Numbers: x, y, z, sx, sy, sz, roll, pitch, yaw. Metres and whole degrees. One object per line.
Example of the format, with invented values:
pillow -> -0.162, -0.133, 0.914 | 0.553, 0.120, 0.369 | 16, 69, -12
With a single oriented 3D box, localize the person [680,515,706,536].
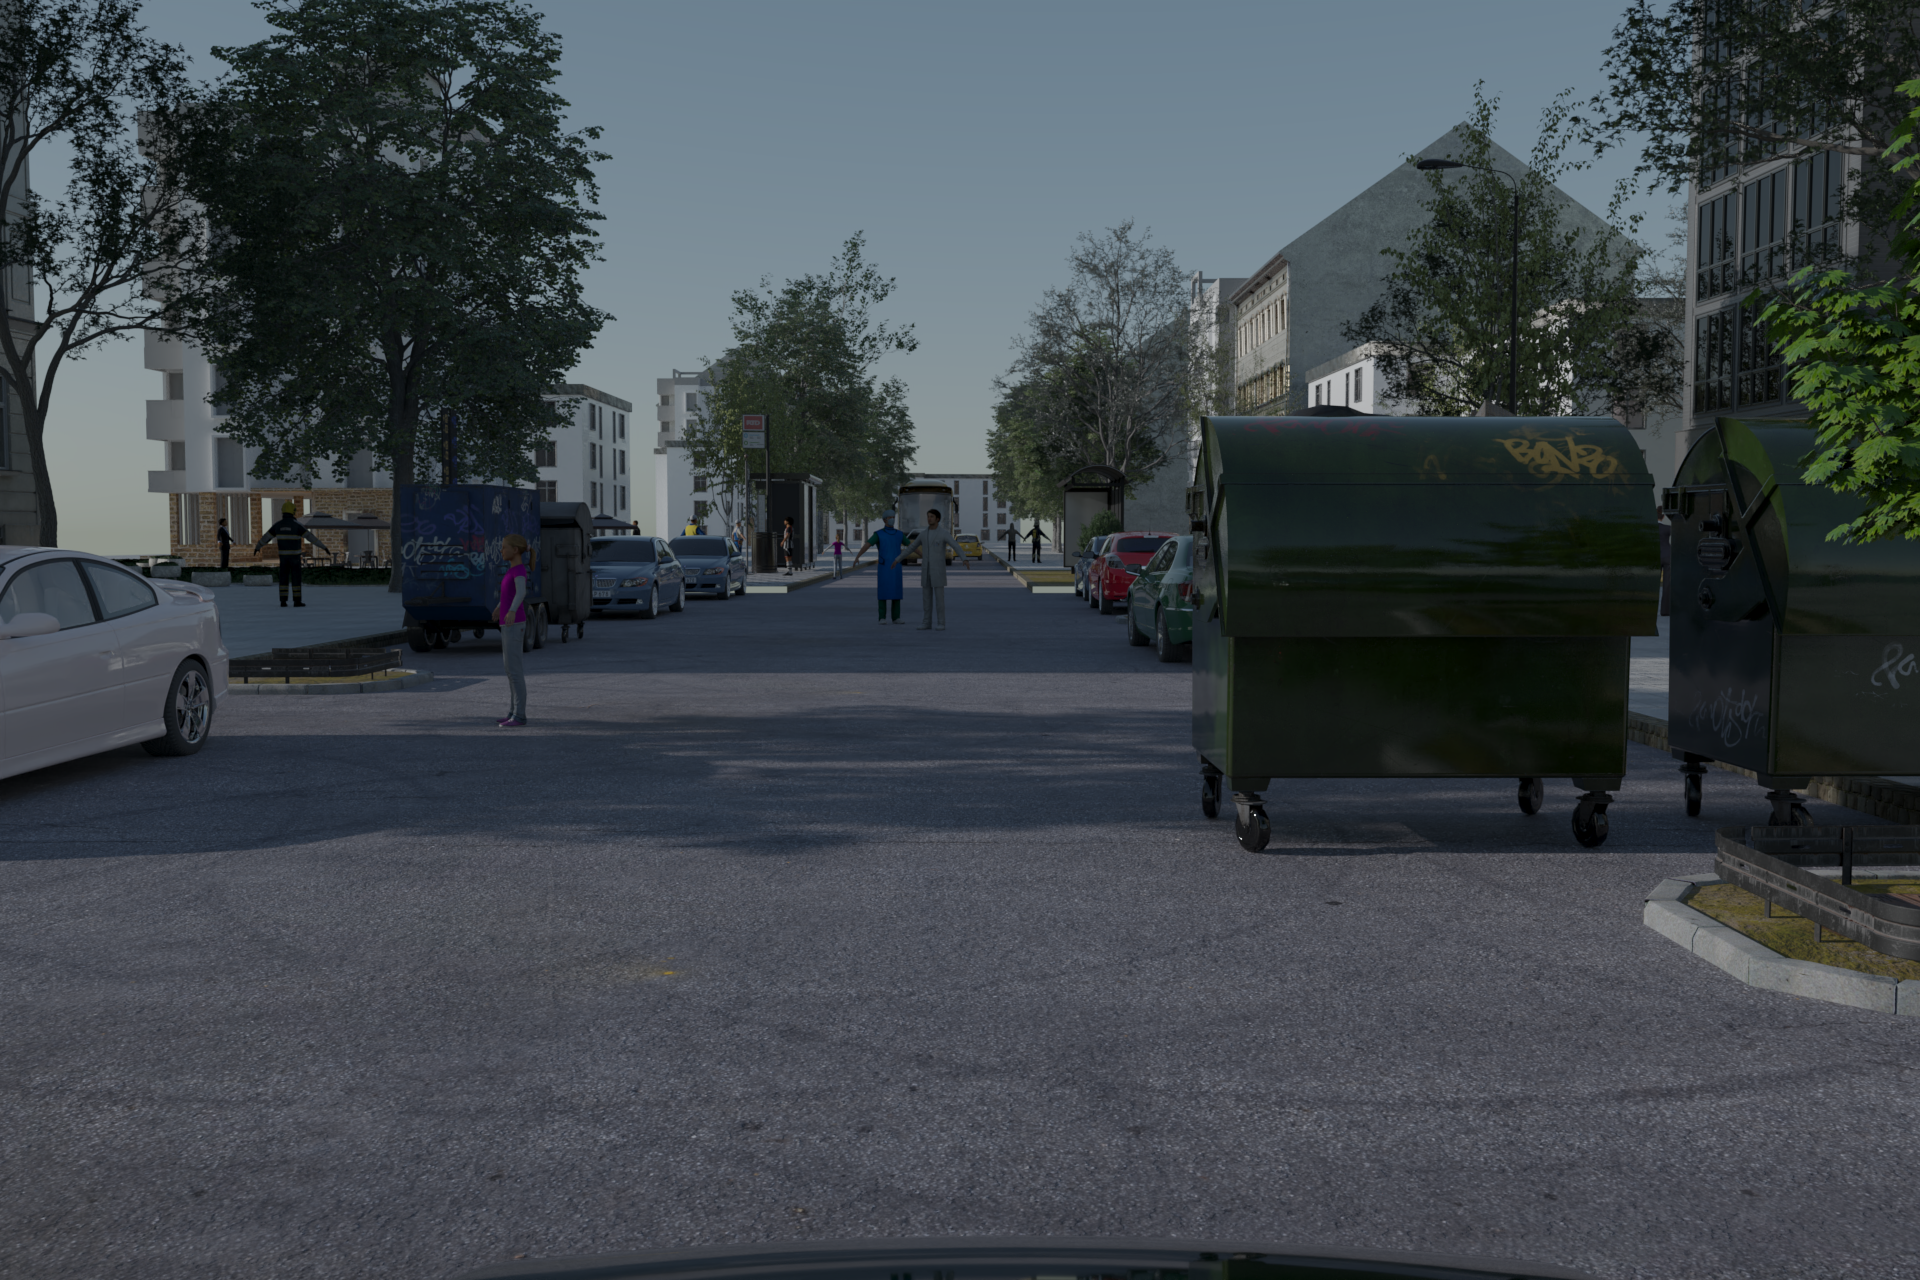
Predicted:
person -> -7.532, -2.641, 49.152 | 1.349, 1.833, 0.705 | 2, 4, 31

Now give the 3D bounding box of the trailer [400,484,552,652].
trailer -> -5.911, -0.825, 20.541 | 1.471, 1.999, 3.904 | 0, 3, 0

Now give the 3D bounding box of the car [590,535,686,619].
car -> -5.984, -1.142, 30.667 | 2.014, 1.417, 4.499 | 0, 4, 0

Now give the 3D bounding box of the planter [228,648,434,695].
planter -> -6.134, 0.289, 16.420 | 1.991, 0.319, 1.994 | 0, 4, 1

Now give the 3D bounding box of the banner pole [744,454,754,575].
banner pole -> -6.690, -3.953, 54.653 | 0.401, 3.779, 0.863 | 0, 4, 2

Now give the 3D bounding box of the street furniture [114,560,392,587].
street furniture -> -17.066, -1.773, 44.615 | 10.072, 0.657, 5.734 | -1, 4, -14

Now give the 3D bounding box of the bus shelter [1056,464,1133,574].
bus shelter -> 4.055, -3.610, 52.941 | 2.014, 3.302, 5.546 | 0, 4, 1

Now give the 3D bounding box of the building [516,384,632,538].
building -> -25.508, -10.321, 110.901 | 9.099, 9.664, 28.070 | 0, 4, 0

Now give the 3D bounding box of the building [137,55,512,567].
building -> -26.490, -13.059, 69.929 | 16.016, 20.090, 11.380 | 0, 3, 0

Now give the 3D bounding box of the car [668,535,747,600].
car -> -5.888, -1.664, 39.210 | 2.014, 1.417, 4.499 | 0, 4, 0

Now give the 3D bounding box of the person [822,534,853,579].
person -> -3.876, -2.635, 54.804 | 0.991, 1.433, 0.599 | -1, 4, -15

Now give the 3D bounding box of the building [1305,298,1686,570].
building -> 22.419, -8.166, 75.656 | 9.099, 9.664, 28.070 | 0, 4, 0

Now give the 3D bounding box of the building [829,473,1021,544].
building -> -5.476, -17.907, 237.383 | 28.070, 9.664, 9.099 | -1, 4, -9

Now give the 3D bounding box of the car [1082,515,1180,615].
car -> 3.387, -1.422, 32.286 | 2.155, 1.783, 4.494 | 0, 4, 0

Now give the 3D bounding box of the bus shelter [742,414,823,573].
bus shelter -> -6.215, -5.081, 60.714 | 2.179, 5.291, 8.768 | 0, 4, 0

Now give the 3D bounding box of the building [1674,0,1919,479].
building -> 26.802, -13.113, 33.468 | 14.314, 24.678, 30.058 | 0, 4, 1

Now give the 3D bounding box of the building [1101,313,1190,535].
building -> 23.004, -20.490, 165.940 | 19.493, 23.208, 18.063 | 0, 4, 0

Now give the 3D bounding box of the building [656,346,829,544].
building -> -25.961, -23.314, 212.109 | 19.493, 23.208, 18.063 | 0, 4, -1

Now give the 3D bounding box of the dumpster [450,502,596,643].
dumpster -> -5.898, -0.914, 23.167 | 1.865, 1.857, 1.264 | 0, 3, 0

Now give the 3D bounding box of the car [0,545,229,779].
car -> -5.895, 0.151, 9.895 | 2.083, 1.381, 4.827 | 0, 4, 0

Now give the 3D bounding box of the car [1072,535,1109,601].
car -> 3.510, -1.611, 38.336 | 2.014, 1.417, 4.499 | 0, 3, 0

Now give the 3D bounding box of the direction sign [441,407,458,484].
direction sign -> -9.220, -2.406, 31.336 | 0.379, 3.537, 0.876 | 0, 4, -1

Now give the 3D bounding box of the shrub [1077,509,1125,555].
shrub -> 4.014, -2.636, 47.514 | 1.690, 2.028, 1.600 | 0, 3, 0

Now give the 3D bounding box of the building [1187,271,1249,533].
building -> 21.797, -16.456, 125.483 | 16.016, 20.090, 11.380 | 0, 4, 0

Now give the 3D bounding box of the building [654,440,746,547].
building -> -25.348, -13.893, 169.293 | 9.099, 9.664, 28.070 | 0, 4, 1

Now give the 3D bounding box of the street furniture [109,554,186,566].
street furniture -> -28.508, -2.471, 56.029 | 5.734, 0.657, 10.072 | -2, 4, -35

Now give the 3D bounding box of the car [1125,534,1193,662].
car -> 3.110, -0.549, 20.769 | 2.131, 1.459, 4.920 | 0, 4, -1

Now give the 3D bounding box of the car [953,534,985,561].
car -> 0.360, -5.197, 95.191 | 2.015, 1.641, 3.980 | 0, 4, 0

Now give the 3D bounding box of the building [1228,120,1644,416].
building -> 26.822, -16.559, 101.672 | 19.493, 23.208, 18.063 | 0, 4, 0

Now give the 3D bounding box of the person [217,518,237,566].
person -> -20.991, -2.623, 49.604 | 0.721, 1.740, 1.216 | 0, 4, -3

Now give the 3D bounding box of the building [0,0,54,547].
building -> -31.813, -12.183, 31.212 | 16.112, 23.069, 30.059 | 0, 4, 1

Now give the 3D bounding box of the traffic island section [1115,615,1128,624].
traffic island section -> 3.543, -0.321, 28.120 | 1.991, 0.108, 1.994 | 0, 4, 1

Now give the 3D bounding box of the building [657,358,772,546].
building -> -26.531, -20.252, 187.531 | 16.016, 20.090, 11.380 | 0, 3, 0

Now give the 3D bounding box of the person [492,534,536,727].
person -> -3.396, -0.075, 12.942 | 0.599, 1.433, 0.991 | -1, 4, -20

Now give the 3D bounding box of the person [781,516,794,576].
person -> -5.300, -2.885, 53.310 | 0.704, 1.843, 1.345 | 0, 4, 3

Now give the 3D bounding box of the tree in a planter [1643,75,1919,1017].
tree in a planter -> 3.502, -0.529, 5.875 | 1.991, 3.239, 1.994 | 0, 4, 1
